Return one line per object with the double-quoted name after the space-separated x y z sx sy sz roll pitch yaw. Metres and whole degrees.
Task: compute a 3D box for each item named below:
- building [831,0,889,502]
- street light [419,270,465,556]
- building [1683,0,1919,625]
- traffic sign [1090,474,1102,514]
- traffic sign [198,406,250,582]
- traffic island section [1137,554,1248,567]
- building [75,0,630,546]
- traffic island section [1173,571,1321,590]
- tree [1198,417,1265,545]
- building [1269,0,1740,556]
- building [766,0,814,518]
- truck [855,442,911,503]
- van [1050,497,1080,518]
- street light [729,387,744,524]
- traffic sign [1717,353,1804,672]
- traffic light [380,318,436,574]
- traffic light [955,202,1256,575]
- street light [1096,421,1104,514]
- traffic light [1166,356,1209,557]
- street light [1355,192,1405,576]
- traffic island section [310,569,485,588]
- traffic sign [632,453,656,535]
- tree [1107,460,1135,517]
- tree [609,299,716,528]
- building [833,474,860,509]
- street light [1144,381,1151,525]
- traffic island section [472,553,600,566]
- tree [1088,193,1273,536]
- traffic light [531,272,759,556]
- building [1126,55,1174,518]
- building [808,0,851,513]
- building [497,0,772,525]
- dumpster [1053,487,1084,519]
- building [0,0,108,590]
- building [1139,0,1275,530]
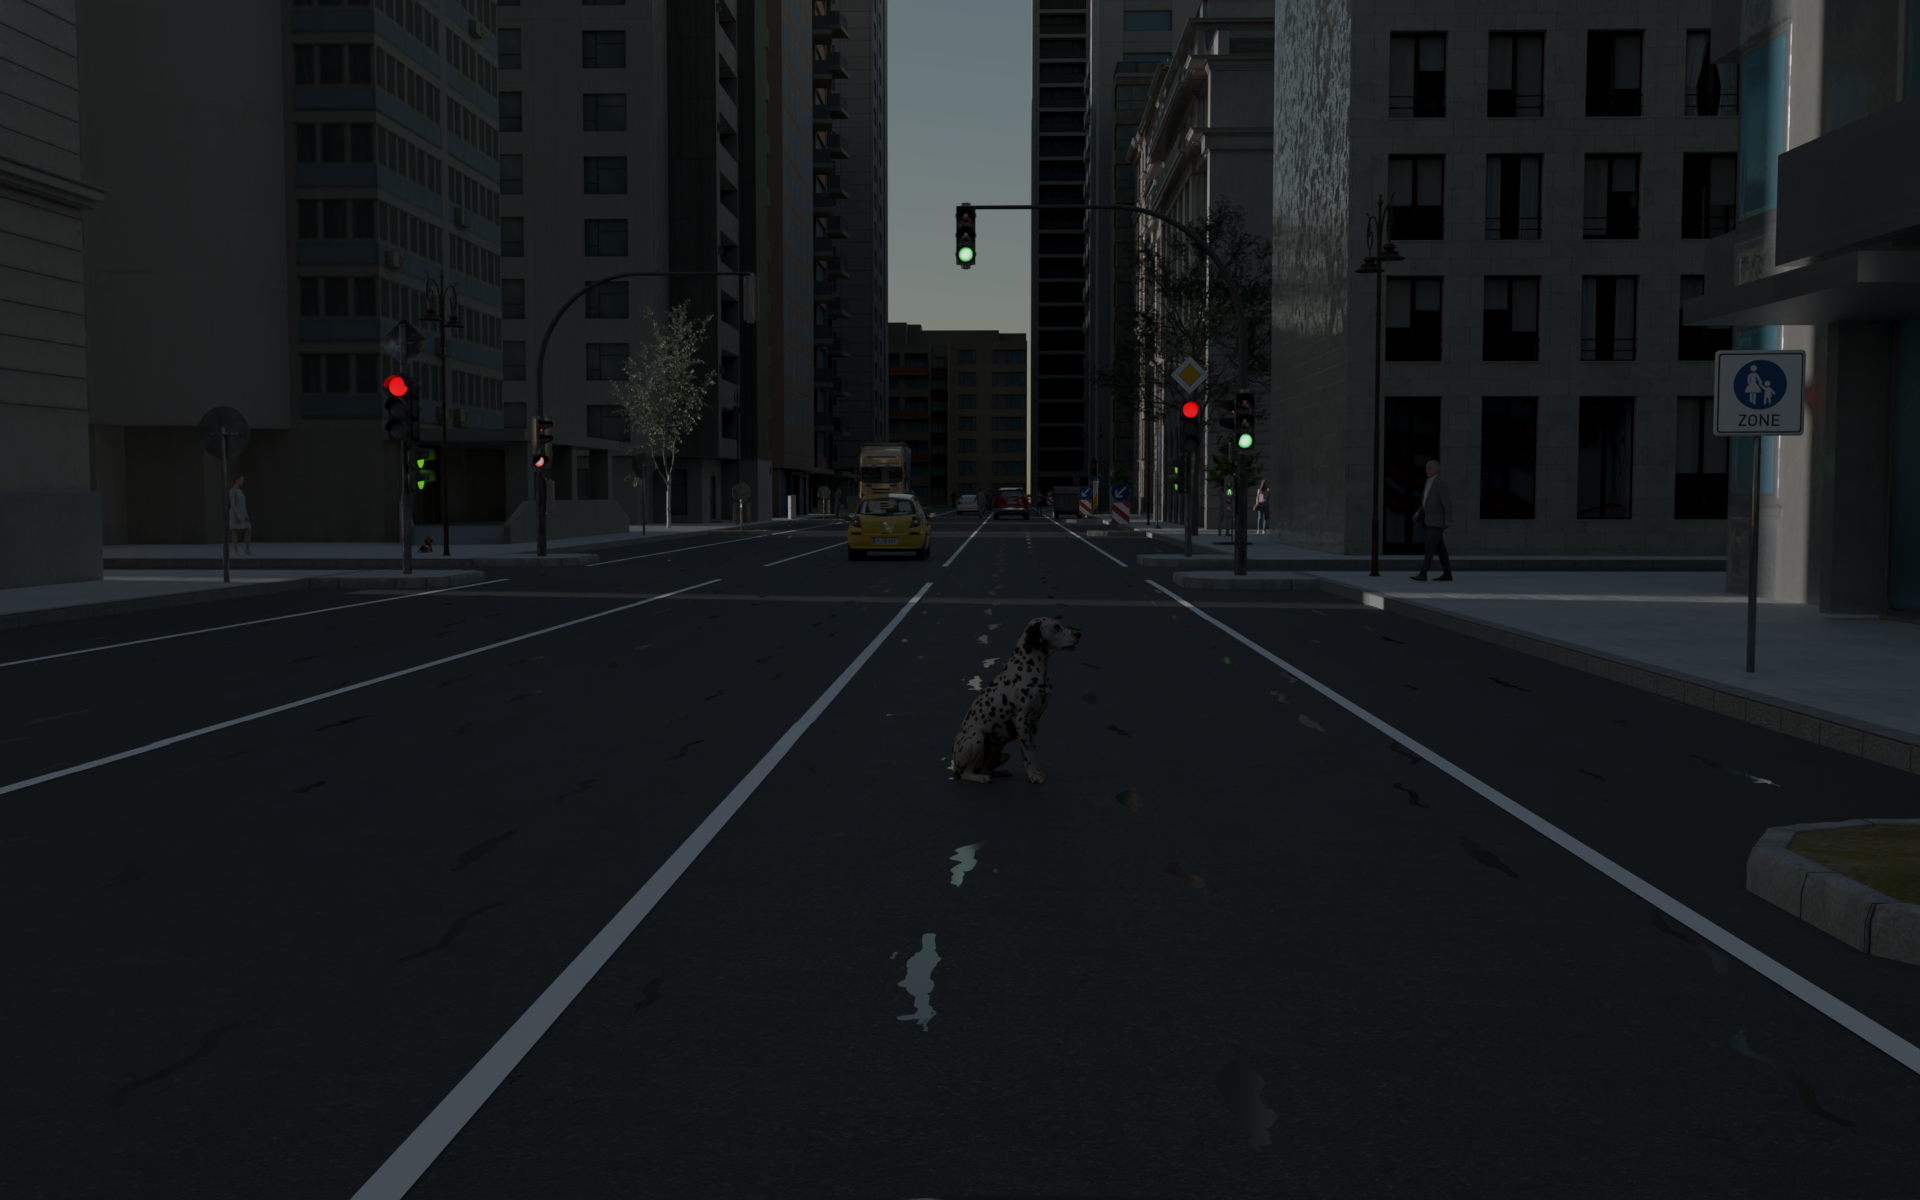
-18.156 -45.089 175.461 20.611 71.187 20.563 0 4 2 "building"
-10.709 -3.863 35.945 0.468 5.910 1.993 0 4 2 "street light"
19.141 -23.760 8.081 23.786 49.044 30.456 0 4 2 "building"
8.452 -6.565 107.451 0.768 2.556 0.104 0 4 6 "traffic sign"
-10.655 -1.528 25.090 0.768 2.556 0.104 0 4 2 "traffic sign"
4.681 -0.802 35.387 2.009 0.180 2.903 0 4 2 "traffic island section"
-27.391 -21.931 50.447 32.217 40.220 23.993 0 4 2 "building"
4.450 -0.313 27.406 2.009 0.180 2.903 0 4 2 "traffic island section"
6.796 -3.018 43.938 1.663 3.219 1.824 0 3 0 "tree"
16.567 -11.359 40.477 16.860 20.320 10.420 0 4 2 "building"
-16.125 -27.461 99.099 14.600 45.320 14.200 0 4 2 "building"
-4.127 -6.562 96.203 2.839 4.237 11.283 0 4 0 "truck"
6.444 -5.916 103.738 2.013 2.044 4.112 0 4 1 "van"
-9.620 -6.250 74.968 0.468 5.910 1.993 0 4 2 "street light"
5.689 -0.628 12.397 0.606 2.300 0.079 0 4 8 "traffic sign"
-8.846 -2.369 27.659 0.839 4.253 0.868 0 4 2 "traffic light"
2.316 -3.214 27.212 4.771 5.953 1.251 0 4 2 "traffic light"
8.895 -8.383 109.851 0.468 5.910 1.993 0 4 2 "street light"
4.641 -2.835 35.275 0.839 4.253 0.868 0 4 2 "traffic light"
6.477 -3.308 26.869 0.468 5.910 1.993 0 4 2 "street light"
-8.886 -0.337 27.795 2.009 0.180 2.903 0 4 2 "traffic island section"
-9.810 -3.277 53.680 0.768 2.556 0.104 1 4 10 "traffic sign"
8.975 -6.226 96.398 1.663 3.219 1.824 0 3 0 "tree"
-11.137 -7.055 65.712 4.360 8.622 3.978 0 3 0 "tree"
-25.346 -28.129 151.797 32.217 40.220 23.993 0 4 2 "building"
7.738 -6.005 70.965 0.468 5.910 1.993 0 4 2 "street light"
-8.655 -0.825 35.777 2.009 0.180 2.903 0 4 2 "traffic island section"
7.548 -7.263 53.169 7.601 10.594 8.767 -1 4 -19 "tree"
-6.522 -3.728 35.616 4.771 5.953 1.251 0 4 2 "traffic light"
16.335 -18.367 97.571 12.463 27.353 25.104 0 4 2 "building"
-19.663 -28.771 125.025 22.147 44.769 28.867 0 4 2 "building"
-16.432 -18.700 77.439 14.160 30.474 14.107 0 4 2 "building"
6.297 -5.648 100.567 1.865 1.857 1.264 0 3 0 "dumpster"
-24.075 -14.171 19.091 23.554 28.519 14.401 0 4 2 "building"
15.094 -14.155 73.228 13.314 21.916 24.055 0 4 2 "building"
